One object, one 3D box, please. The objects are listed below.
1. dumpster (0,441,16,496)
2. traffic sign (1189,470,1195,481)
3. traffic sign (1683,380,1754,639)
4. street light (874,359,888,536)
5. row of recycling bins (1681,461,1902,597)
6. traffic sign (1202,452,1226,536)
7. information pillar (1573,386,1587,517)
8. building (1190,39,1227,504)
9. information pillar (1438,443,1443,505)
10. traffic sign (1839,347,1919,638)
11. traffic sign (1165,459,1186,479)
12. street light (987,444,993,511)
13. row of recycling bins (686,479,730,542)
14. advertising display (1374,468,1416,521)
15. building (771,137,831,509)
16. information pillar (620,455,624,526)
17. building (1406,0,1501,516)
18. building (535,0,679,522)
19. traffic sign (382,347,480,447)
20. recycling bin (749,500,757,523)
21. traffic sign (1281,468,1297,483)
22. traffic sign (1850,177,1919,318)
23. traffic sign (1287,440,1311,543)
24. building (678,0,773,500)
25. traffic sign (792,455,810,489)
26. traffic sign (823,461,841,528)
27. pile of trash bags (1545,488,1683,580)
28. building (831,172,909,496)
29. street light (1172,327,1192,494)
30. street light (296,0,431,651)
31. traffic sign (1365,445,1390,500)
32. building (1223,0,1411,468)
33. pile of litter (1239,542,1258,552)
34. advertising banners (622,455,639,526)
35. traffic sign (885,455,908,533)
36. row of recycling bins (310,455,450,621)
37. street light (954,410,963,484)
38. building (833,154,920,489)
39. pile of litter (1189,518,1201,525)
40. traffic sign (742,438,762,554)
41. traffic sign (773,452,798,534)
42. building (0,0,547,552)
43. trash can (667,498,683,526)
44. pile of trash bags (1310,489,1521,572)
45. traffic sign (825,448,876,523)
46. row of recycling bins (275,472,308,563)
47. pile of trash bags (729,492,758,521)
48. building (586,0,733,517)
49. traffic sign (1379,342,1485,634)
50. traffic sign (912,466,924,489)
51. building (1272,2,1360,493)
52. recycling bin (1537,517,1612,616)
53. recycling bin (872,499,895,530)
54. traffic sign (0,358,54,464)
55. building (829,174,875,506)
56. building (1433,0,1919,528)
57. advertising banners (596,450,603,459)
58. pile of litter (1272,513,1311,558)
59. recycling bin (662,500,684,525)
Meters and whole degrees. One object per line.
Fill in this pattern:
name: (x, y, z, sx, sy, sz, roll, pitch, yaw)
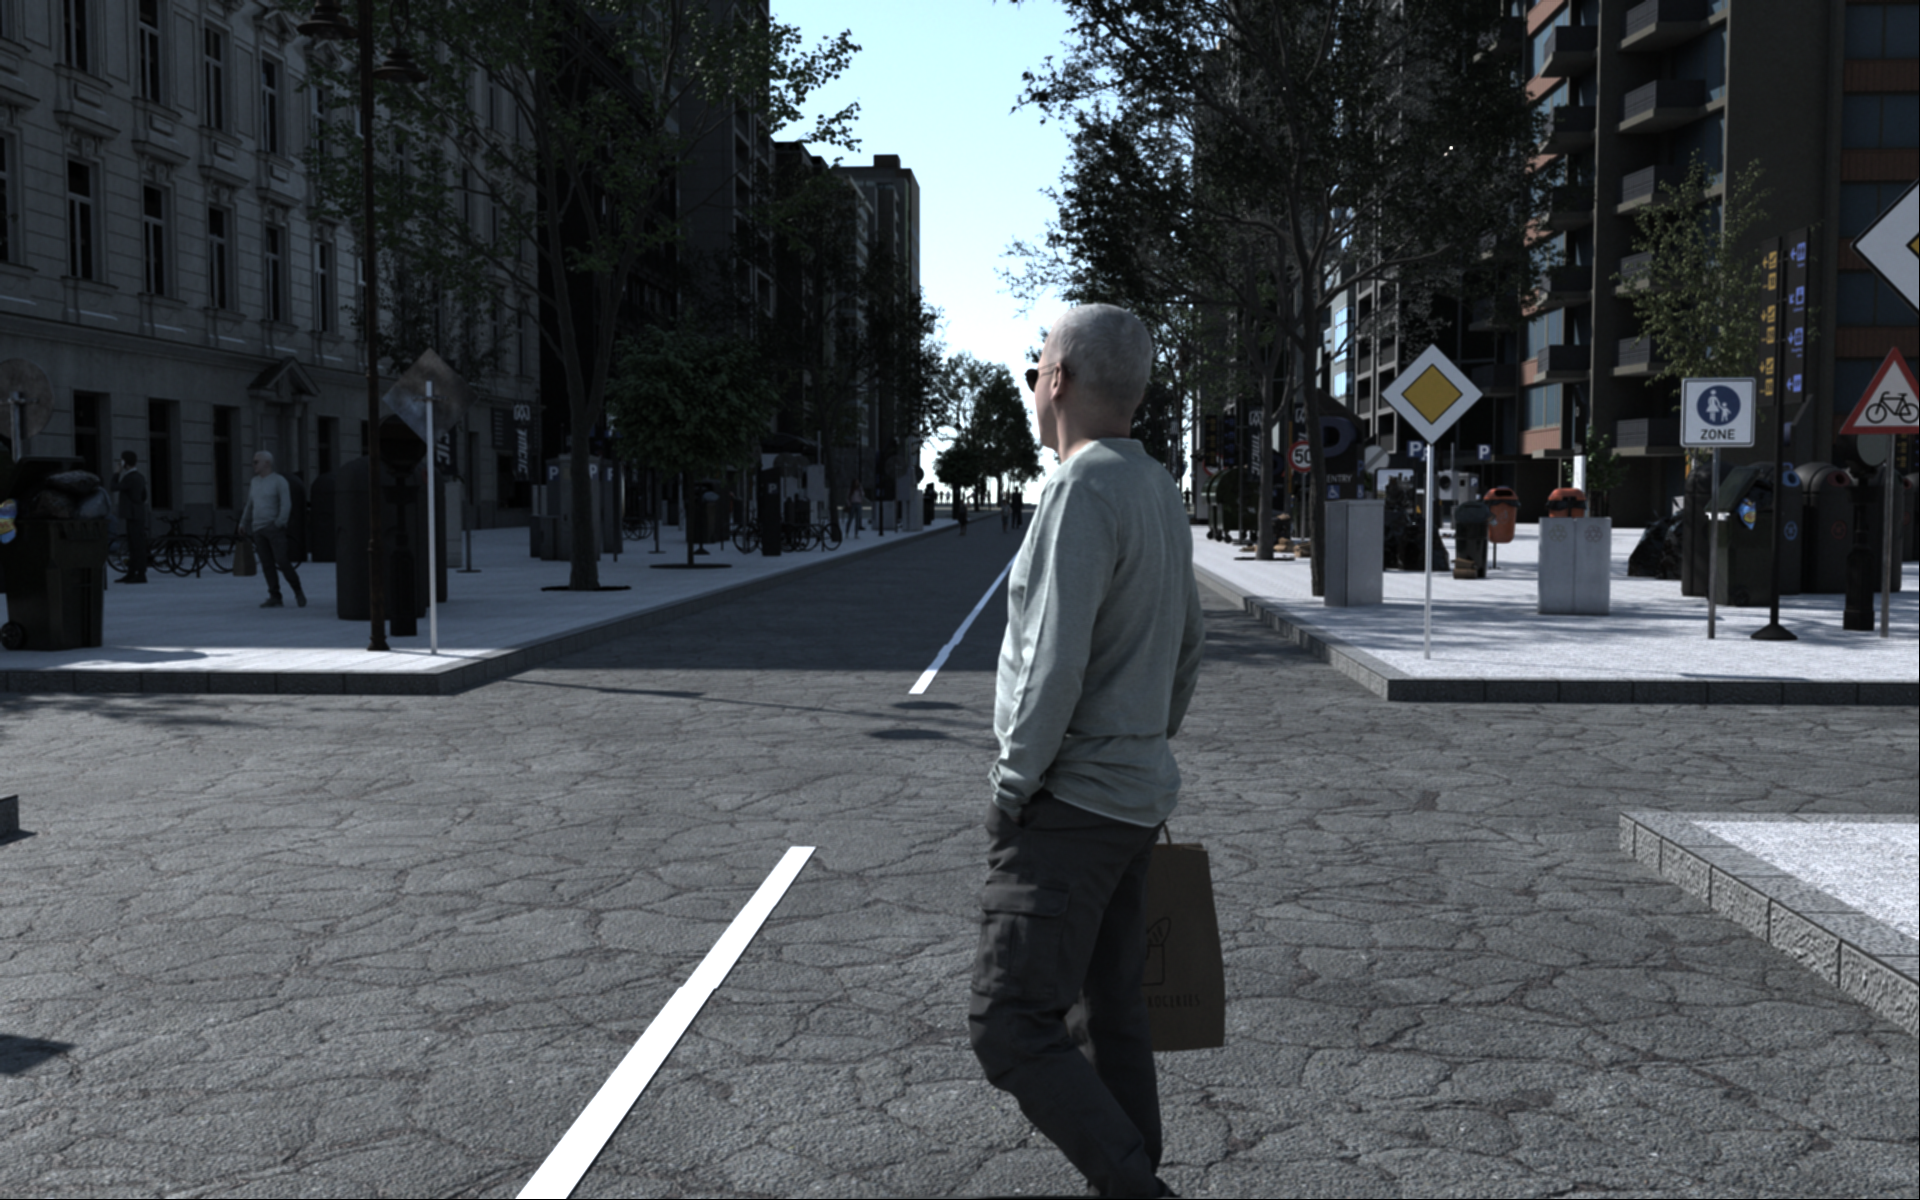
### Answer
dumpster: (-8.869, -0.705, 14.018, 1.502, 2.255, 1.985, 0, 4, 3)
traffic sign: (11.734, -5.254, 85.639, 0.795, 2.593, 0.064, 1, 4, 9)
traffic sign: (6.668, -0.806, 15.304, 0.606, 2.300, 0.079, 1, 4, 10)
street light: (-2.427, -4.912, 53.102, 0.468, 5.910, 1.993, 0, 4, 3)
row of recycling bins: (10.720, -0.931, 22.338, 3.534, 1.692, 1.069, -2, 4, -25)
traffic sign: (7.720, -3.204, 52.492, 0.768, 2.556, 0.104, 0, 4, 4)
information pillar: (13.370, -2.815, 37.383, 0.183, 3.616, 0.504, 0, 4, -1)
building: (41.585, -42.158, 231.286, 21.231, 58.520, 28.212, 0, 4, 3)
information pillar: (21.904, -5.364, 79.053, 0.183, 3.616, 0.504, 0, 4, 1)
traffic sign: (8.255, -0.941, 15.395, 0.884, 2.594, 0.081, 0, 4, 7)
traffic sign: (7.706, -3.792, 62.111, 0.768, 2.556, 0.104, 0, 4, 7)
street light: (2.266, -9.697, 131.336, 0.468, 5.910, 1.993, 0, 4, 3)
row of recycling bins: (-6.853, -2.468, 47.467, 1.069, 1.692, 3.534, 0, 4, -1)
advertising display: (10.583, -2.261, 42.187, 0.974, 1.923, 0.123, 0, 4, -1)
building: (-18.500, -22.655, 142.111, 14.160, 30.474, 14.107, 0, 4, 3)
information pillar: (-13.473, -4.752, 69.051, 0.183, 3.616, 0.504, 0, 4, -2)
building: (34.388, -40.842, 106.020, 20.563, 71.187, 20.611, 0, 4, 3)
building: (-20.887, -15.309, 79.973, 12.332, 23.373, 15.834, 0, 4, 3)
traffic sign: (-4.233, -0.713, 13.845, 0.795, 2.593, 0.064, 0, 4, 3)
recycling bin: (-8.824, -3.593, 71.301, 0.722, 1.027, 0.722, -2, 4, -35)
traffic sign: (10.199, -3.219, 52.635, 0.884, 2.594, 0.081, 1, 4, 12)
traffic sign: (3.175, -0.196, 5.389, 0.795, 2.593, 0.064, 0, 4, 3)
traffic sign: (8.079, -2.486, 40.756, 0.768, 2.556, 0.104, 1, 4, 11)
building: (-22.280, -41.925, 123.717, 20.563, 71.187, 20.611, 0, 4, 3)
traffic sign: (-5.283, -3.469, 56.824, 0.768, 2.556, 0.104, 0, 4, 7)
traffic sign: (-4.910, -4.033, 66.045, 0.768, 2.556, 0.104, 0, 4, 4)
pile of trash bags: (10.731, -1.020, 26.423, 3.447, 1.369, 1.912, 1, 4, 11)
building: (-13.995, -32.688, 218.039, 14.154, 41.232, 14.086, 0, 4, 3)
street light: (6.143, -4.607, 48.116, 0.468, 5.910, 1.993, 0, 4, 3)
street light: (-4.779, -2.524, 14.054, 0.468, 5.910, 1.993, 0, 4, 3)
traffic sign: (10.763, -2.749, 45.048, 0.768, 2.556, 0.104, 0, 4, 8)
building: (40.493, -46.932, 205.591, 20.563, 71.187, 20.611, 0, 4, 3)
pile of litter: (6.992, -1.487, 38.282, 1.176, 0.858, 1.719, -3, 4, -37)
advertising banners: (-12.147, -4.136, 63.803, 0.090, 3.025, 2.074, -2, 4, -25)
traffic sign: (-2.105, -3.491, 57.183, 0.768, 2.556, 0.104, 0, 4, 4)
row of recycling bins: (-6.307, -0.739, 19.197, 1.069, 1.692, 3.534, -1, 4, -12)
street light: (-0.091, -7.264, 91.551, 0.468, 5.910, 1.993, 0, 4, 3)
building: (-12.790, -35.613, 232.375, 14.600, 45.320, 14.200, 0, 4, 3)
pile of litter: (10.086, -3.583, 72.551, 1.719, 0.858, 1.176, 0, 4, 7)
traffic sign: (-4.594, -2.248, 36.862, 0.768, 2.556, 0.104, 1, 4, 10)
traffic sign: (-5.353, -3.240, 53.085, 0.768, 2.556, 0.104, 0, 4, 5)
building: (-25.808, -16.738, 50.085, 17.030, 29.872, 44.131, 0, 4, 3)
trash can: (-11.603, -3.601, 70.533, 0.748, 1.137, 0.748, 0, 3, 0)
pile of trash bags: (7.771, -1.204, 29.434, 3.447, 1.369, 1.912, 0, 4, -1)
traffic sign: (-4.838, -5.040, 76.280, 2.265, 3.308, 0.079, 0, 4, 5)
row of recycling bins: (-11.417, -1.578, 32.916, 3.534, 1.692, 1.069, 0, 4, -8)
pile of trash bags: (-8.564, -3.939, 74.162, 3.447, 1.369, 1.912, 0, 4, 2)
building: (-29.948, -25.095, 102.178, 32.217, 40.220, 23.993, 0, 4, 3)
traffic sign: (3.646, -0.683, 13.360, 0.795, 2.593, 0.064, 0, 4, 3)
traffic sign: (-1.981, -4.734, 77.511, 0.768, 2.556, 0.104, 1, 4, 11)
building: (36.537, -50.090, 131.648, 22.319, 86.520, 31.000, 0, 4, 3)
recycling bin: (6.605, -0.372, 18.644, 0.722, 1.027, 0.722, 1, 4, 18)
recycling bin: (-2.742, -3.022, 61.957, 0.722, 1.027, 0.722, -1, 4, -15)
traffic sign: (-8.819, -0.986, 16.223, 0.768, 2.556, 0.104, 1, 4, 13)
building: (-23.494, -31.053, 199.593, 32.217, 40.220, 23.993, 0, 4, 3)
building: (33.900, -25.518, 71.852, 22.147, 44.769, 28.867, 0, 4, 3)
advertising banners: (-14.050, -4.483, 69.485, 0.090, 3.025, 2.074, 1, 4, 18)
pile of litter: (7.328, -1.309, 35.371, 1.719, 0.858, 1.176, -1, 4, -17)
recycling bin: (-11.862, -3.610, 71.577, 0.722, 1.027, 0.722, 1, 4, 13)
